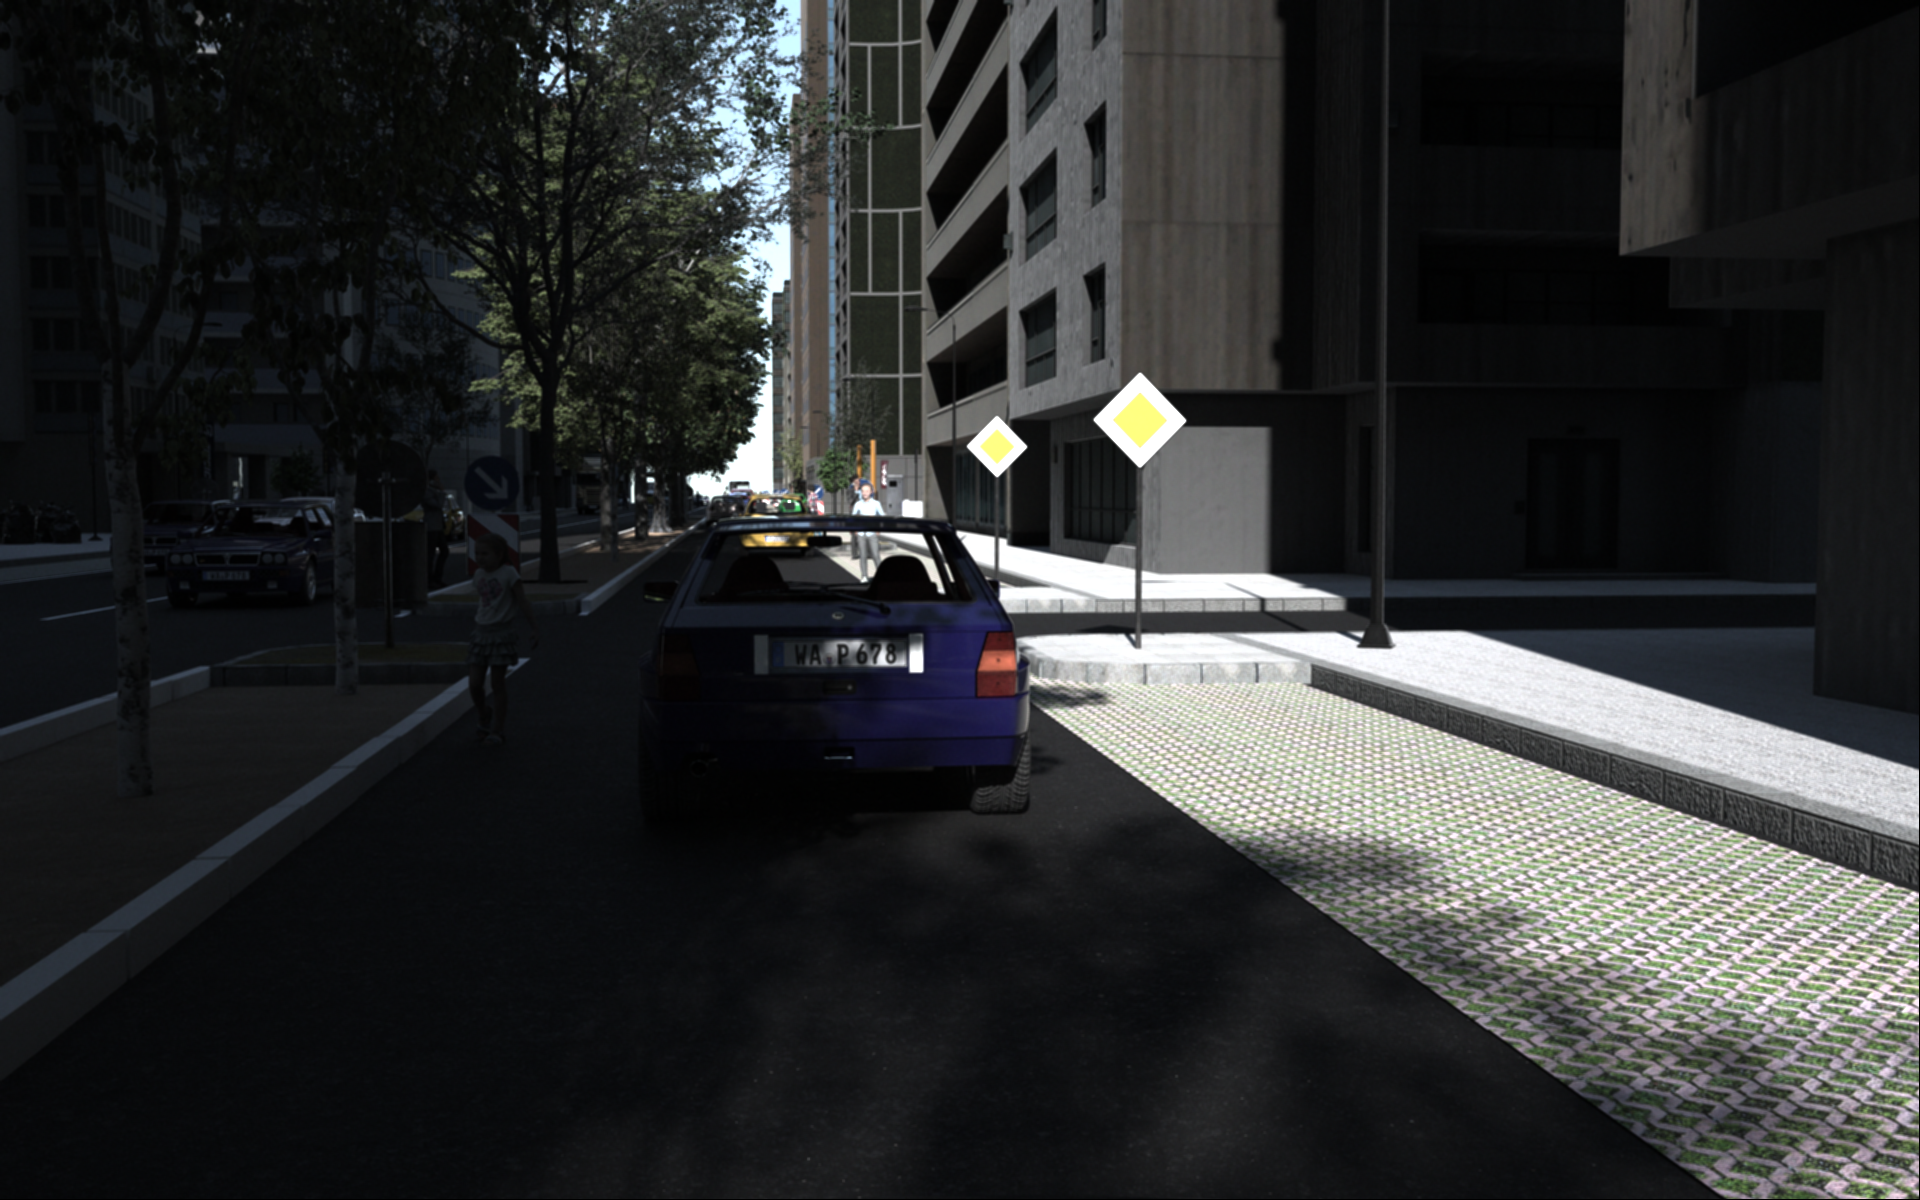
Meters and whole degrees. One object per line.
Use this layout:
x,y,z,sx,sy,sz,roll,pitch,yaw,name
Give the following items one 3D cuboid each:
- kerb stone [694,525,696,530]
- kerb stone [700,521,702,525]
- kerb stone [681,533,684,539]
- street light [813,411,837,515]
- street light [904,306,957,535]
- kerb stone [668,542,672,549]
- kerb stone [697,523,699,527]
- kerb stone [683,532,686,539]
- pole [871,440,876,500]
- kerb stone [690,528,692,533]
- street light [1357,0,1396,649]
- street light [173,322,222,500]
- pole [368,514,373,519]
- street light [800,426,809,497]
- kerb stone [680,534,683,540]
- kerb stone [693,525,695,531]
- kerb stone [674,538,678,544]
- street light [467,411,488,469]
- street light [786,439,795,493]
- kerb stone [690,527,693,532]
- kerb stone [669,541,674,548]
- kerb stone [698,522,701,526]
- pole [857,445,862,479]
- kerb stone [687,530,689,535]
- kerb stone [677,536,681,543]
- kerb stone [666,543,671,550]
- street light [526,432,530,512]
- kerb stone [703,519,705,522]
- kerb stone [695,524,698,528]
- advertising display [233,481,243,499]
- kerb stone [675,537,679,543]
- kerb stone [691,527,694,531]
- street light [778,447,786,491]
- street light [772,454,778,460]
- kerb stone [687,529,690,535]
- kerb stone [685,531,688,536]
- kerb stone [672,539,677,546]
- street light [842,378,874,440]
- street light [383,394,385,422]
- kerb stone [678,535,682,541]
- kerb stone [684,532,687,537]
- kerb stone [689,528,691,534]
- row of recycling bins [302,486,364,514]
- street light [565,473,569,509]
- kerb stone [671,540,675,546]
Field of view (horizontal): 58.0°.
-10.248,-2.687,66.133,0.120,0.150,1.000,0,4,-7,kerb stone
-11.407,-3.246,75.278,0.120,0.150,1.000,0,4,-7,kerb stone
-8.572,-1.878,52.903,0.120,0.150,1.000,0,4,-7,kerb stone
-7.510,-7.587,96.588,1.470,5.913,1.316,0,4,-7,street light
-0.682,-4.312,43.049,1.470,5.913,1.316,0,4,-7,street light
-7.410,-1.318,43.752,0.120,0.150,1.000,0,4,-7,kerb stone
-10.769,-2.936,70.206,0.120,0.150,1.000,0,4,-7,kerb stone
-8.700,-1.940,53.917,0.120,0.150,1.000,0,4,-7,kerb stone
-3.256,-4.365,65.211,0.158,3.312,0.155,0,3,0,pole
-9.603,-2.375,61.049,0.120,0.150,1.000,0,4,-7,kerb stone
2.958,-2.554,14.293,1.470,5.913,1.316,0,4,-7,street light
-20.565,-4.538,46.736,1.470,5.913,1.316,0,4,-7,street light
-29.994,-5.762,88.055,0.158,3.312,0.155,0,3,0,pole
-10.282,-8.966,119.137,1.470,5.913,1.316,0,4,-7,street light
-8.439,-1.814,51.890,0.120,0.150,1.000,0,4,-7,kerb stone
-10.117,-2.624,65.116,0.120,0.150,1.000,0,4,-7,kerb stone
-7.928,-1.567,47.824,0.120,0.150,1.000,0,4,-7,kerb stone
-26.858,-7.582,96.506,1.470,5.913,1.316,0,4,-7,street light
-13.672,-10.587,145.631,1.470,5.913,1.316,0,4,-7,street light
-9.737,-2.437,62.067,0.120,0.150,1.000,0,4,-7,kerb stone
-7.538,-1.381,44.769,0.120,0.150,1.000,0,4,-7,kerb stone
-11.151,-3.119,73.250,0.120,0.150,1.000,0,4,-7,kerb stone
-4.180,-4.794,72.221,0.158,3.312,0.155,0,3,0,pole
-9.220,-2.190,58.003,0.120,0.150,1.000,0,4,-7,kerb stone
-8.190,-1.692,49.856,0.120,0.150,1.000,0,4,-7,kerb stone
-7.285,-1.252,42.738,0.120,0.150,1.000,0,4,-7,kerb stone
-30.355,-9.248,123.751,1.470,5.913,1.316,0,4,-7,street light
-12.183,-3.620,81.374,0.120,0.150,1.000,0,4,-7,kerb stone
-10.502,-2.811,68.172,0.120,0.150,1.000,0,4,-7,kerb stone
-36.537,-5.036,87.559,0.974,1.923,0.123,3,5,40,advertising display
-8.063,-1.627,48.842,0.120,0.150,1.000,0,4,-7,kerb stone
-9.864,-2.501,63.081,0.120,0.150,1.000,0,4,-7,kerb stone
-17.110,-12.238,172.634,1.470,5.913,1.316,0,4,-7,street light
-20.743,-13.985,201.201,1.470,5.913,1.316,0,4,-7,street light
-9.346,-2.247,59.021,0.120,0.150,1.000,0,4,-7,kerb stone
-8.955,-2.066,55.967,0.120,0.150,1.000,0,4,-7,kerb stone
-7.798,-1.504,46.803,0.120,0.150,1.000,0,4,-7,kerb stone
-4.030,-5.933,69.549,1.470,5.913,1.316,0,4,-7,street light
-24.044,-6.208,74.034,1.470,5.913,1.316,0,4,-7,street light
-8.313,-1.750,50.872,0.120,0.150,1.000,0,4,-7,kerb stone
-8.832,-2.003,54.945,0.120,0.150,1.000,0,4,-7,kerb stone
-9.471,-2.314,60.036,0.120,0.150,1.000,0,4,-7,kerb stone
-31.957,-4.915,87.479,3.534,1.692,1.069,-1,4,-14,row of recycling bins
-33.836,-10.926,151.186,1.470,5.913,1.316,0,4,-7,street light
-7.672,-1.443,45.789,0.120,0.150,1.000,0,4,-7,kerb stone
